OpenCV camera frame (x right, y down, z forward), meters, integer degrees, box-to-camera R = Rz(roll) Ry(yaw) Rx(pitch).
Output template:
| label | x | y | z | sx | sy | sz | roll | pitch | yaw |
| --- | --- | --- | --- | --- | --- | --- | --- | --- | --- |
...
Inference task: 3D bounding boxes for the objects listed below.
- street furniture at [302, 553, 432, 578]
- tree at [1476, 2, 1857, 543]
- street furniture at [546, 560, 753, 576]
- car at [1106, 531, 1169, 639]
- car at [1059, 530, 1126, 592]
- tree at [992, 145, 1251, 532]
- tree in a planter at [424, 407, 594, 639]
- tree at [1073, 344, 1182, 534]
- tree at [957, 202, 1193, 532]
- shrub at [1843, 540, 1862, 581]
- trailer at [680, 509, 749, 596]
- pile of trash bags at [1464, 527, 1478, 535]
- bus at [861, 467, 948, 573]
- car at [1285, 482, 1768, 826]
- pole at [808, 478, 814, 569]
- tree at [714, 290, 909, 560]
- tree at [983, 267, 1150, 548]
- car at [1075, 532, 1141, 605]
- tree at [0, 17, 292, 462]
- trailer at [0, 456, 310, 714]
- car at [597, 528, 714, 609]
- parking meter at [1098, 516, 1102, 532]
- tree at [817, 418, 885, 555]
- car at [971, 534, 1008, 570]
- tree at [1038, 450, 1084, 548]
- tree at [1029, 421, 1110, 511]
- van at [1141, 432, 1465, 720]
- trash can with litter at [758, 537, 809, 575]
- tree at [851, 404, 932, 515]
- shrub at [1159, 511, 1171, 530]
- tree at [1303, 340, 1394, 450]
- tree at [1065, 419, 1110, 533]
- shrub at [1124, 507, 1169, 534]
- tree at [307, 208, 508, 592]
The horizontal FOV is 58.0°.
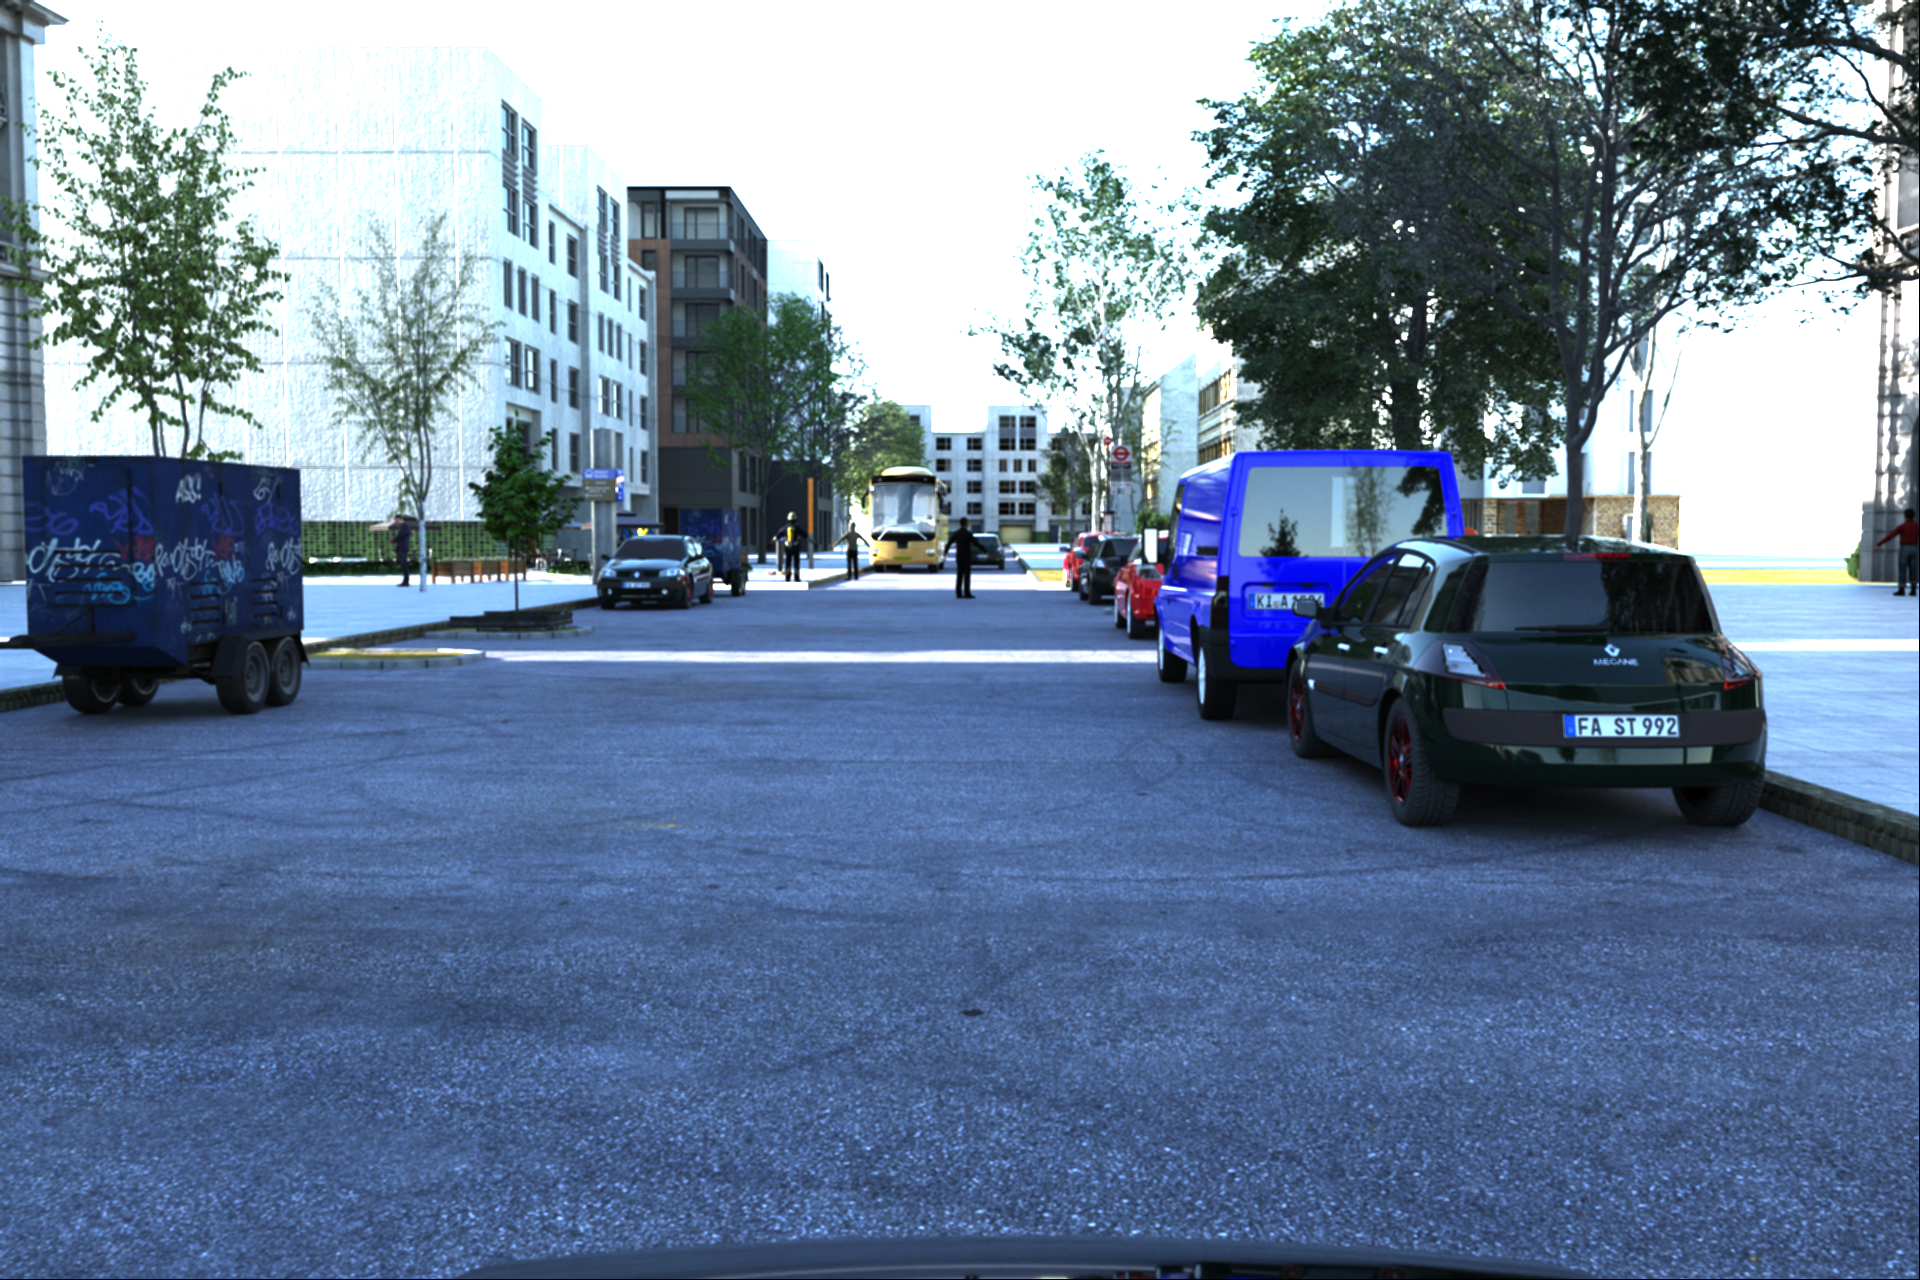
| label | x | y | z | sx | sy | sz | roll | pitch | yaw |
| --- | --- | --- | --- | --- | --- | --- | --- | --- | --- |
| street furniture | -20.948 | -2.244 | 52.322 | 5.734 | 0.657 | 10.072 | 3 | 5 | 42 |
| tree | 20.884 | -12.100 | 53.728 | 12.611 | 20.169 | 13.585 | 0 | 3 | 0 |
| street furniture | -9.833 | -2.470 | 56.013 | 5.734 | 0.657 | 10.072 | 0 | 4 | 6 |
| car | 3.225 | -0.984 | 25.123 | 2.155 | 1.783 | 4.494 | 0 | 4 | 2 |
| car | 3.648 | -2.172 | 44.557 | 2.155 | 1.783 | 4.494 | 0 | 3 | 0 |
| tree | 7.930 | -13.877 | 82.778 | 12.611 | 20.169 | 13.585 | 0 | 3 | 0 |
| tree in a planter | -6.309 | -1.671 | 24.547 | 1.991 | 3.239 | 1.994 | 0 | 4 | 2 |
| tree | 6.921 | -7.110 | 66.611 | 4.360 | 8.622 | 3.978 | 0 | 3 | 0 |
| tree | 6.705 | -14.923 | 99.883 | 12.611 | 20.169 | 13.585 | 0 | 3 | 0 |
| shrub | 24.773 | -2.223 | 47.459 | 1.383 | 1.207 | 1.383 | 0 | 3 | 0 |
| trailer | -5.768 | -1.984 | 39.494 | 1.471 | 1.999 | 3.904 | 0 | 4 | 2 |
| pile of trash bags | 6.635 | -0.733 | 21.739 | 1.912 | 1.369 | 3.447 | 0 | 4 | 1 |
| bus | -1.908 | -4.640 | 67.406 | 2.896 | 3.916 | 12.252 | 0 | 4 | 1 |
| car | 3.002 | -0.006 | 9.886 | 2.009 | 1.686 | 4.222 | 0 | 3 | 0 |
| pole | -5.442 | -4.244 | 63.230 | 0.158 | 3.312 | 0.155 | 0 | 3 | 0 |
| tree | -7.507 | -10.816 | 87.218 | 12.009 | 13.543 | 11.850 | 0 | 3 | 0 |
| tree | 6.879 | -16.480 | 125.329 | 12.611 | 20.169 | 13.585 | 0 | 3 | 0 |
| car | 3.450 | -1.625 | 36.361 | 2.009 | 1.686 | 4.222 | 0 | 4 | 0 |
| tree | -11.630 | -4.576 | 25.186 | 4.737 | 8.622 | 4.395 | 0 | 3 | 0 |
| trailer | -6.330 | -0.387 | 13.382 | 1.471 | 1.999 | 3.904 | 0 | 4 | 1 |
| car | -5.996 | -1.502 | 34.347 | 2.009 | 1.686 | 4.222 | 0 | 4 | 1 |
| parking meter | 4.790 | -3.168 | 57.507 | 0.399 | 1.863 | 0.255 | 0 | 4 | -1 |
| tree | -6.860 | -9.394 | 103.960 | 4.737 | 8.622 | 4.395 | 0 | 3 | 0 |
| car | 0.965 | -3.711 | 70.457 | 2.009 | 1.686 | 4.222 | 0 | 4 | 2 |
| tree | 8.943 | -12.277 | 151.093 | 4.737 | 8.622 | 4.395 | 0 | 3 | 0 |
| tree | 9.148 | -12.757 | 142.992 | 7.601 | 10.594 | 8.767 | -1 | 4 | -18 |
| van | 2.824 | -0.649 | 14.995 | 2.240 | 2.365 | 5.245 | 0 | 4 | 1 |
| trash can with litter | -5.522 | -2.669 | 54.694 | 1.678 | 1.210 | 2.233 | 0 | 4 | 1 |
| tree | -6.028 | -14.201 | 150.308 | 7.486 | 12.596 | 7.792 | 0 | 3 | 0 |
| shrub | 6.999 | -3.355 | 58.903 | 1.661 | 2.075 | 1.752 | 0 | 3 | 0 |
| tree | 15.109 | -6.951 | 64.007 | 4.360 | 8.622 | 3.978 | 0 | 3 | 0 |
| tree | 8.273 | -9.857 | 111.526 | 4.360 | 8.622 | 3.978 | 0 | 3 | 0 |
| shrub | 5.343 | -2.760 | 49.168 | 1.661 | 2.075 | 1.752 | 0 | 3 | 0 |
| tree | -11.772 | -5.392 | 38.525 | 4.360 | 8.622 | 3.978 | 0 | 3 | 0 |
